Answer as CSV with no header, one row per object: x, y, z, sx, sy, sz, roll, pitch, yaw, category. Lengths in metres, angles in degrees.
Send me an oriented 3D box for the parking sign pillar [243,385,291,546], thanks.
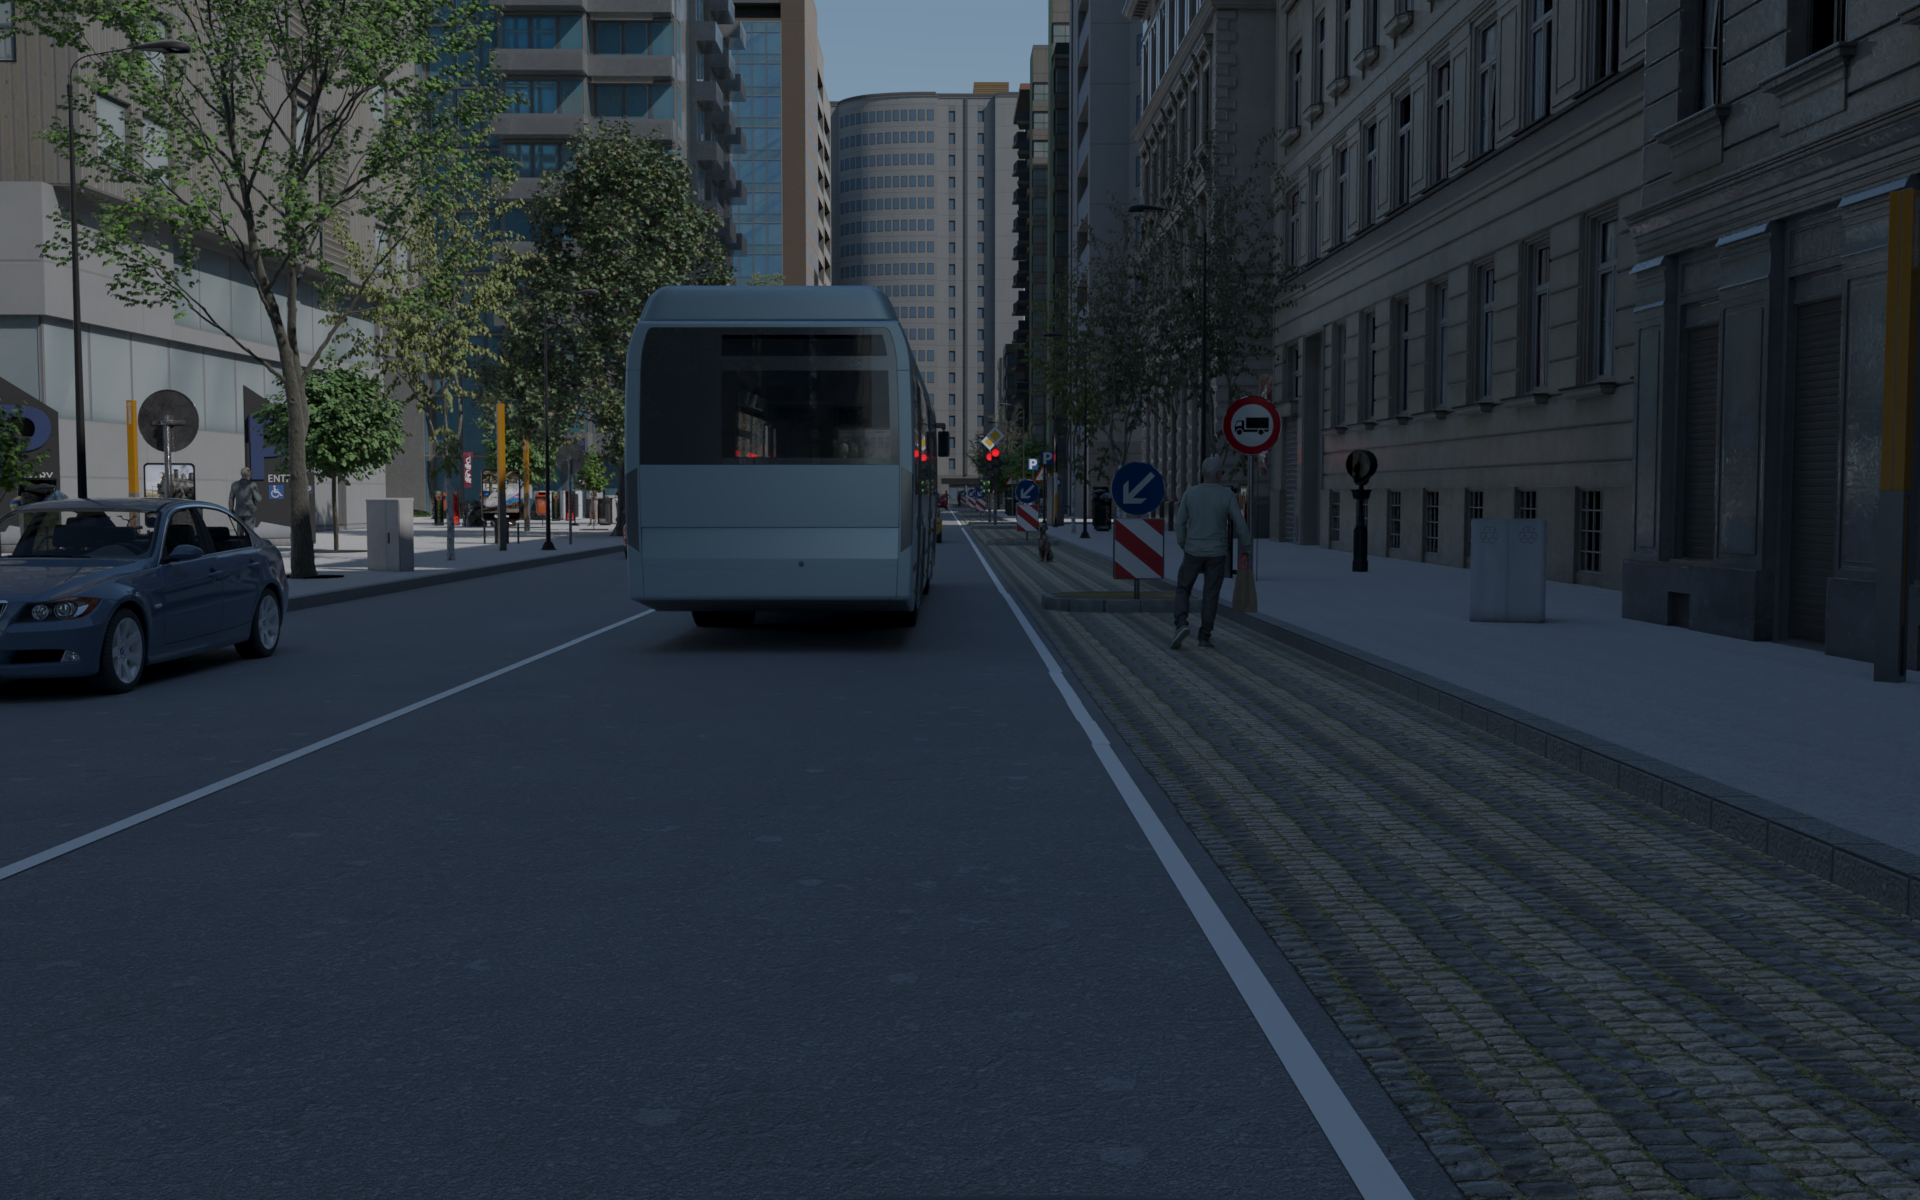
-17.060,-3.339,43.070,1.447,3.967,1.447,-2,4,-31,parking sign pillar

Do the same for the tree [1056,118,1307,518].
4.829,-5.078,33.389,4.360,8.622,3.978,0,3,0,tree

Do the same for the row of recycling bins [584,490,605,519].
-19.432,-5.188,91.936,1.069,1.692,3.534,-1,4,-16,row of recycling bins

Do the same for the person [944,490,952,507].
-1.437,-10.784,184.825,1.348,1.824,0.705,-3,4,-37,person

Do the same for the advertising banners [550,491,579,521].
-18.604,-5.272,82.392,2.074,3.025,0.090,-3,5,-45,advertising banners

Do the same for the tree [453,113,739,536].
-10.328,-8.293,52.599,9.611,12.733,9.660,0,3,0,tree

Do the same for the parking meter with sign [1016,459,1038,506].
3.248,-5.471,85.718,0.543,3.016,1.738,-1,4,-22,parking meter with sign

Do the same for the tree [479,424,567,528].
-16.355,-4.990,65.301,4.285,4.588,4.351,0,3,0,tree

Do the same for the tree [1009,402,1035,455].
4.257,-5.735,44.124,4.360,8.622,3.978,0,3,0,tree

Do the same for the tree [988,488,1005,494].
3.409,-9.332,147.171,1.663,3.219,1.824,0,3,0,tree

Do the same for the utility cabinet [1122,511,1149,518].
4.735,-2.350,47.102,0.318,1.500,1.173,3,4,37,utility cabinet

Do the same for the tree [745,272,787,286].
-9.933,-10.418,88.455,7.486,12.596,7.792,0,3,0,tree

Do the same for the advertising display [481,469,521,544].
-11.825,-2.411,44.631,0.974,1.923,0.123,-2,4,-23,advertising display

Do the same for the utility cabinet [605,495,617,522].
-16.061,-4.262,80.841,0.306,1.237,1.020,3,5,42,utility cabinet

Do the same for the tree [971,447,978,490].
3.308,-14.793,192.230,4.360,8.622,3.978,0,3,0,tree

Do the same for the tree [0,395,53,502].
-16.771,-2.191,30.422,1.663,3.219,1.824,0,3,0,tree

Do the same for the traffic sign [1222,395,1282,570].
3.777,-1.369,22.493,0.768,2.556,0.104,0,4,1,traffic sign

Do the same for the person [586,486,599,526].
-14.691,-3.846,69.270,0.374,1.781,0.599,-2,4,-33,person

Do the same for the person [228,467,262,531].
-14.006,-1.702,34.040,0.661,1.801,0.590,0,4,3,person

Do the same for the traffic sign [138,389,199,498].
-9.630,-1.283,21.076,0.768,2.556,0.104,0,4,3,traffic sign

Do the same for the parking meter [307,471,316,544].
-16.836,-2.380,44.617,0.399,1.863,0.255,-2,4,-34,parking meter

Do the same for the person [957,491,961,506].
-0.121,-11.796,201.909,0.434,1.755,0.990,-2,4,-25,person

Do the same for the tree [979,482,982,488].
2.737,-12.730,202.737,1.663,3.219,1.824,0,3,0,tree

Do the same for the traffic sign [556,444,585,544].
-9.911,-2.685,44.012,0.768,2.556,0.104,1,4,8,traffic sign

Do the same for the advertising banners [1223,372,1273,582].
4.242,-1.812,25.809,0.090,3.025,2.074,-1,4,-12,advertising banners

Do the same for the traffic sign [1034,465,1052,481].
3.523,-4.445,72.687,0.884,2.594,0.081,0,4,1,traffic sign

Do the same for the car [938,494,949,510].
-2.103,-9.181,159.154,2.155,1.783,4.494,0,4,-2,car

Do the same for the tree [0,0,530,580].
-10.157,-6.139,26.128,9.928,11.665,9.643,0,3,0,tree

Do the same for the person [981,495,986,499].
2.275,-10.714,181.231,1.348,1.823,0.705,-3,5,-44,person

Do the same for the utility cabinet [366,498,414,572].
-9.530,-1.088,28.944,1.020,1.237,0.306,3,5,41,utility cabinet

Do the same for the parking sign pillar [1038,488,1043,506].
5.426,-7.252,107.046,1.447,3.967,1.447,3,5,44,parking sign pillar

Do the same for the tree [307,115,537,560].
-10.071,-5.067,33.202,4.737,8.622,4.395,0,3,0,tree

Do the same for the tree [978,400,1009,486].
3.883,-11.374,136.329,4.360,8.622,3.978,0,3,0,tree

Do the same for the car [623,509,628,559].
-6.544,-1.872,39.642,2.155,1.783,4.494,0,4,-1,car

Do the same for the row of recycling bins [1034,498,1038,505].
5.785,-7.798,134.617,3.534,1.692,1.069,-2,4,-25,row of recycling bins

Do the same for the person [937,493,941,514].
-1.556,-6.263,111.002,0.850,1.850,0.679,3,5,40,person

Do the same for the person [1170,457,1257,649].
2.344,-0.422,15.881,0.782,1.767,0.515,1,4,15,person

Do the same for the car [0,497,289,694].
-6.889,-0.117,13.914,2.014,1.417,4.499,0,4,-2,car

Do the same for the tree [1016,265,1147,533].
3.961,-6.500,56.630,4.737,8.622,4.395,0,3,0,tree

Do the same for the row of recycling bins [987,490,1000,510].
2.723,-8.178,140.819,1.069,1.692,3.534,0,4,4,row of recycling bins

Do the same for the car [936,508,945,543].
-1.425,-2.556,52.015,2.015,1.641,3.980,0,4,-2,car

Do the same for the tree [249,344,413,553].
-13.859,-3.337,38.280,4.285,4.588,4.351,0,3,0,tree

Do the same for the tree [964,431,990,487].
2.591,-15.209,199.022,4.737,8.622,4.395,0,3,0,tree

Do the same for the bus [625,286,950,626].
-1.661,-1.655,21.927,2.948,3.499,13.247,0,4,0,bus

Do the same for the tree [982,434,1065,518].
3.950,-6.617,91.909,4.285,4.588,4.351,0,3,0,tree

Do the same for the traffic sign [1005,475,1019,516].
3.078,-6.196,101.300,0.884,2.594,0.081,0,3,0,traffic sign

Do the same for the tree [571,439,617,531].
-12.848,-4.074,61.219,1.663,3.219,1.824,0,3,0,tree

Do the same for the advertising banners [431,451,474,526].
-20.590,-4.538,70.388,0.090,3.025,2.074,3,4,37,advertising banners

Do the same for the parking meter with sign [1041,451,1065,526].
3.794,-4.514,70.059,0.543,3.016,1.738,-1,4,-16,parking meter with sign

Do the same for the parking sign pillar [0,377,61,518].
-20.485,-3.030,38.009,1.447,3.967,1.447,-2,4,-27,parking sign pillar

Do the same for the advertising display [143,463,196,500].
-16.267,-1.863,35.680,0.974,1.923,0.123,-2,4,-26,advertising display
